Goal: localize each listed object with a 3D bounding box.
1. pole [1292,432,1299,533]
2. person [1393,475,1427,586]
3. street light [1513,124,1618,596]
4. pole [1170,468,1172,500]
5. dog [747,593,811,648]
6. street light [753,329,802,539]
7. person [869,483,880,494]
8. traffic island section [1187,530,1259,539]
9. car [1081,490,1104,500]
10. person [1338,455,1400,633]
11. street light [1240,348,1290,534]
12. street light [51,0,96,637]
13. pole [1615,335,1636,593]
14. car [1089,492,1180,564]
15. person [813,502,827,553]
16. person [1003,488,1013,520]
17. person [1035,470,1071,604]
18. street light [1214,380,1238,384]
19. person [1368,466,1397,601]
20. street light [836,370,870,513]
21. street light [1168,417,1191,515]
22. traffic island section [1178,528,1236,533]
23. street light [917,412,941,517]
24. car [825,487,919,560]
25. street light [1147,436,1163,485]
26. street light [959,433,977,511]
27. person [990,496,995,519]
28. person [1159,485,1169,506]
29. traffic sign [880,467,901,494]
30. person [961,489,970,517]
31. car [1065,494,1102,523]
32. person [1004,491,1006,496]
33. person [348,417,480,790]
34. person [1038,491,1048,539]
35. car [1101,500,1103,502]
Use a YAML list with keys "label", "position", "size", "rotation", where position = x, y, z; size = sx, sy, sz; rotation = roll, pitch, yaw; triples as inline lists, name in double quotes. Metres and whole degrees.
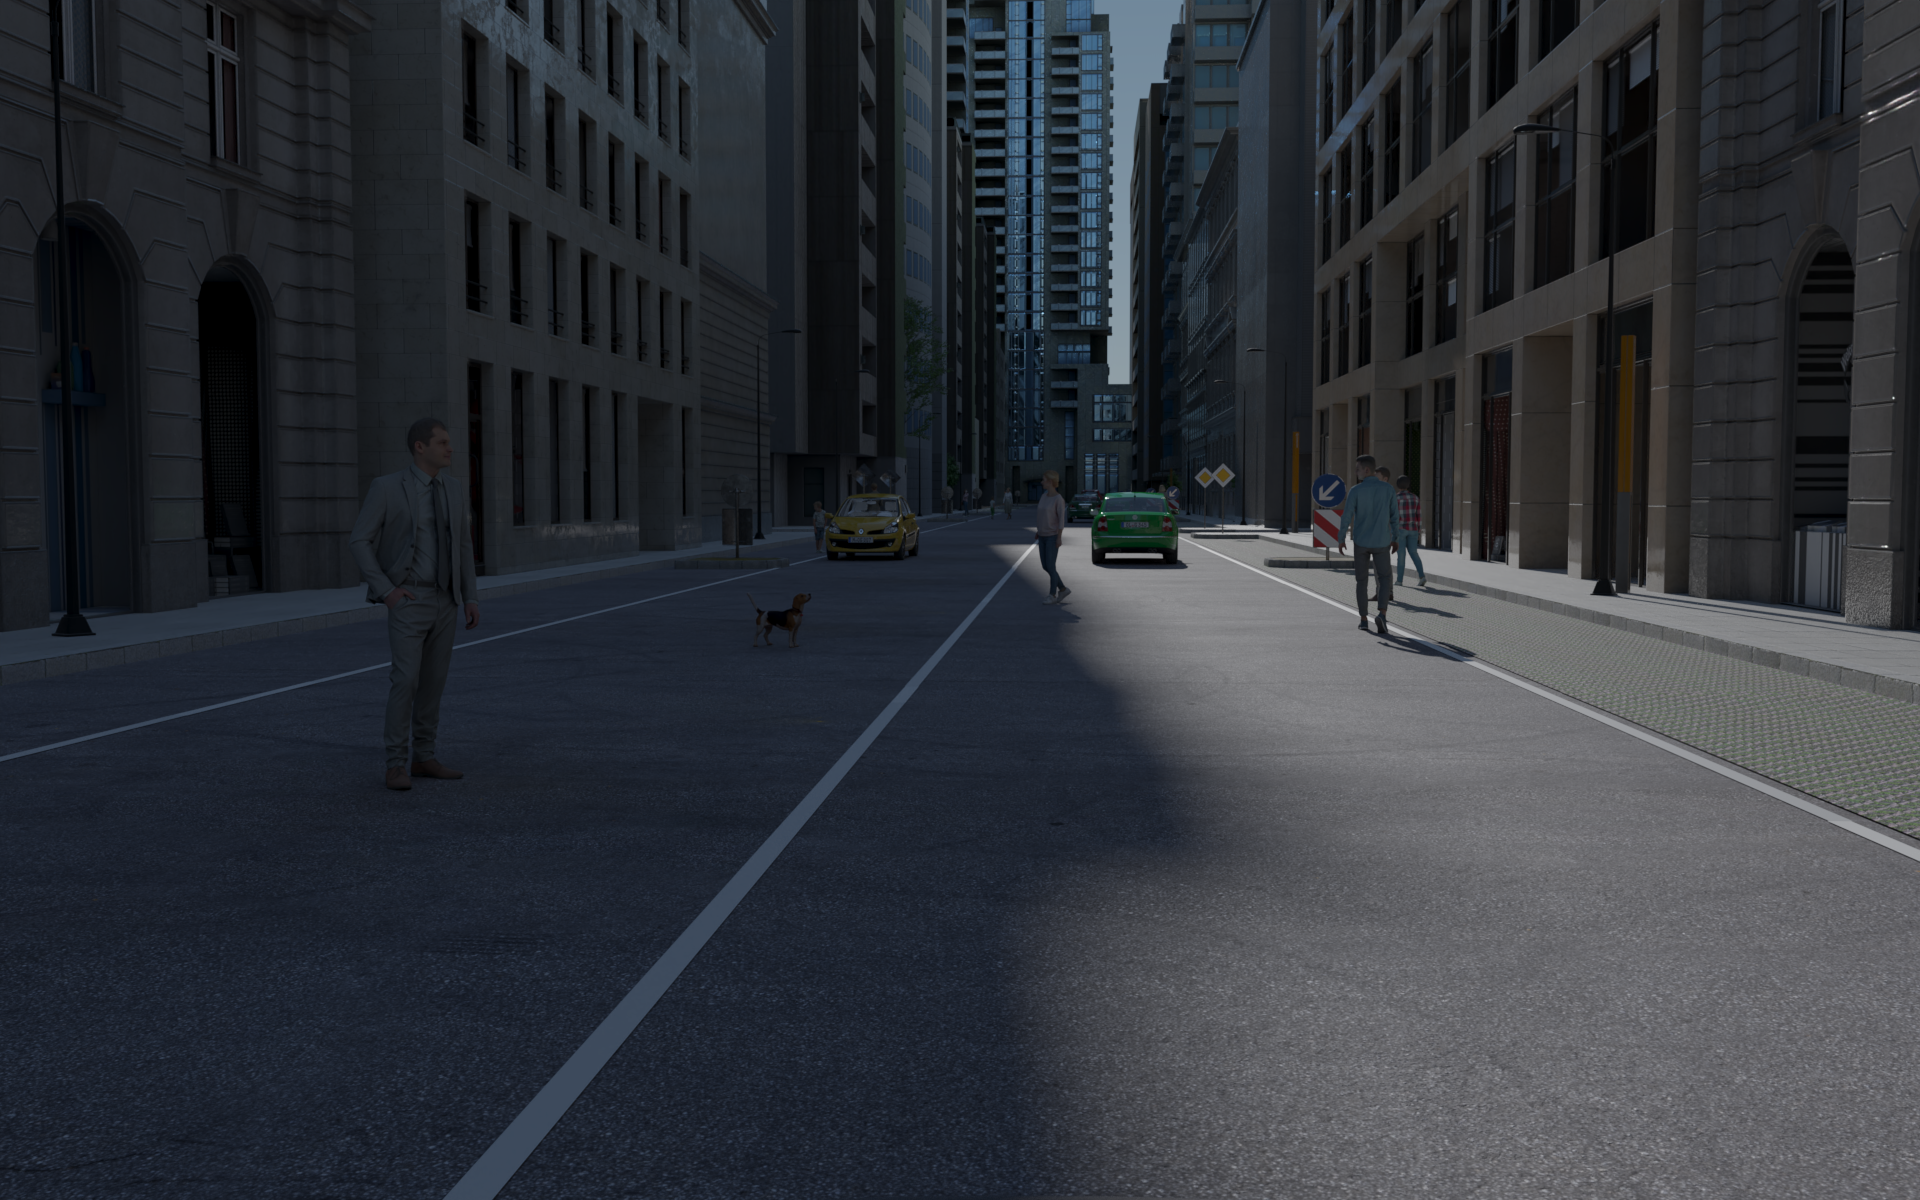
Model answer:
- label: "pole"
  position: [11.008, -3.852, 56.824]
  size: [0.158, 3.312, 0.155]
  rotation: [0, 3, 0]
- label: "person"
  position: [6.920, -1.072, 26.867]
  size: [0.563, 1.720, 0.643]
  rotation: [-1, 4, -17]
- label: "street light"
  position: [7.640, -3.017, 21.865]
  size: [1.470, 5.913, 1.316]
  rotation: [0, 4, 4]
- label: "pole"
  position: [16.665, -8.733, 136.622]
  size: [0.158, 3.312, 0.155]
  rotation: [0, 3, 0]
- label: "dog"
  position: [-1.698, 0.185, 16.266]
  size: [0.540, 0.507, 0.406]
  rotation: [-1, 4, -17]
- label: "street light"
  position: [-5.147, -4.669, 48.874]
  size: [1.470, 5.913, 1.316]
  rotation: [0, 4, 4]
- label: "person"
  position: [-2.547, -2.575, 51.147]
  size: [0.519, 1.759, 0.362]
  rotation: [-2, 4, -32]
- label: "traffic island section"
  position: [8.536, -2.072, 56.156]
  size: [2.009, 0.180, 2.903]
  rotation: [0, 4, 4]
- label: "car"
  position: [11.059, -8.445, 146.756]
  size: [2.281, 1.827, 5.304]
  rotation: [0, 4, 5]
- label: "person"
  position: [4.262, -0.594, 18.069]
  size: [0.638, 1.841, 0.748]
  rotation: [1, 4, 14]
- label: "street light"
  position: [9.830, -5.060, 55.272]
  size: [1.470, 5.913, 1.316]
  rotation: [0, 4, 4]
- label: "street light"
  position: [-7.494, -2.626, 15.478]
  size: [1.470, 5.913, 1.316]
  rotation: [0, 4, 4]
- label: "pole"
  position: [8.600, -1.745, 22.372]
  size: [0.158, 3.312, 0.155]
  rotation: [0, 3, 0]
- label: "car"
  position: [3.727, -1.724, 36.988]
  size: [1.959, 1.807, 4.718]
  rotation: [0, 4, 6]
- label: "person"
  position: [-3.399, -1.769, 42.110]
  size: [0.332, 1.250, 0.352]
  rotation: [1, 4, 21]
- label: "person"
  position: [2.737, -5.428, 97.466]
  size: [0.478, 1.798, 0.641]
  rotation: [3, 4, 38]
- label: "person"
  position: [1.221, -0.825, 22.662]
  size: [0.598, 1.740, 0.731]
  rotation: [-3, 5, -40]
- label: "street light"
  position: [11.067, -6.008, 70.774]
  size: [1.470, 5.913, 1.316]
  rotation: [0, 4, 4]
- label: "person"
  position: [5.565, -0.885, 23.165]
  size: [0.583, 1.804, 0.606]
  rotation: [0, 4, -7]
- label: "street light"
  position: [-4.070, -5.642, 64.780]
  size: [1.470, 5.913, 1.316]
  rotation: [0, 4, 4]
- label: "street light"
  position: [13.271, -8.081, 104.666]
  size: [1.470, 5.913, 1.316]
  rotation: [0, 4, 4]
- label: "traffic island section"
  position: [9.081, -2.559, 64.122]
  size: [2.009, 0.180, 2.903]
  rotation: [0, 4, 4]
- label: "street light"
  position: [-1.753, -7.699, 98.425]
  size: [1.470, 5.913, 1.316]
  rotation: [0, 4, 4]
- label: "car"
  position: [-1.937, -1.746, 38.773]
  size: [2.015, 1.641, 3.980]
  rotation: [0, 4, 5]
- label: "street light"
  position: [15.633, -10.146, 138.426]
  size: [1.470, 5.913, 1.316]
  rotation: [0, 4, 4]
- label: "street light"
  position: [0.590, -9.744, 131.860]
  size: [1.470, 5.913, 1.316]
  rotation: [0, 4, 4]
- label: "person"
  position: [1.825, -5.202, 97.808]
  size: [0.306, 1.304, 0.590]
  rotation: [1, 4, 16]
- label: "person"
  position: [8.337, -3.876, 72.057]
  size: [0.709, 1.800, 0.728]
  rotation: [0, 3, 0]
- label: "traffic sign"
  position: [-2.609, -3.744, 64.862]
  size: [0.795, 2.450, 0.064]
  rotation: [0, 4, 4]
- label: "person"
  position: [0.388, -6.032, 107.711]
  size: [0.643, 1.750, 0.593]
  rotation: [-2, 4, -28]
- label: "car"
  position: [6.330, -4.608, 87.141]
  size: [2.131, 1.459, 4.920]
  rotation: [0, 4, 5]
- label: "person"
  position: [4.181, -9.109, 158.344]
  size: [0.530, 1.710, 0.541]
  rotation: [2, 4, 24]
- label: "person"
  position: [-2.696, -0.003, 8.648]
  size: [0.391, 1.810, 0.635]
  rotation: [2, 4, 28]
- label: "person"
  position: [2.627, -2.696, 52.600]
  size: [0.620, 1.820, 0.660]
  rotation: [-1, 4, -21]
- label: "car"
  position: [8.754, -5.342, 96.142]
  size: [1.959, 1.807, 4.718]
  rotation: [0, 4, 2]
